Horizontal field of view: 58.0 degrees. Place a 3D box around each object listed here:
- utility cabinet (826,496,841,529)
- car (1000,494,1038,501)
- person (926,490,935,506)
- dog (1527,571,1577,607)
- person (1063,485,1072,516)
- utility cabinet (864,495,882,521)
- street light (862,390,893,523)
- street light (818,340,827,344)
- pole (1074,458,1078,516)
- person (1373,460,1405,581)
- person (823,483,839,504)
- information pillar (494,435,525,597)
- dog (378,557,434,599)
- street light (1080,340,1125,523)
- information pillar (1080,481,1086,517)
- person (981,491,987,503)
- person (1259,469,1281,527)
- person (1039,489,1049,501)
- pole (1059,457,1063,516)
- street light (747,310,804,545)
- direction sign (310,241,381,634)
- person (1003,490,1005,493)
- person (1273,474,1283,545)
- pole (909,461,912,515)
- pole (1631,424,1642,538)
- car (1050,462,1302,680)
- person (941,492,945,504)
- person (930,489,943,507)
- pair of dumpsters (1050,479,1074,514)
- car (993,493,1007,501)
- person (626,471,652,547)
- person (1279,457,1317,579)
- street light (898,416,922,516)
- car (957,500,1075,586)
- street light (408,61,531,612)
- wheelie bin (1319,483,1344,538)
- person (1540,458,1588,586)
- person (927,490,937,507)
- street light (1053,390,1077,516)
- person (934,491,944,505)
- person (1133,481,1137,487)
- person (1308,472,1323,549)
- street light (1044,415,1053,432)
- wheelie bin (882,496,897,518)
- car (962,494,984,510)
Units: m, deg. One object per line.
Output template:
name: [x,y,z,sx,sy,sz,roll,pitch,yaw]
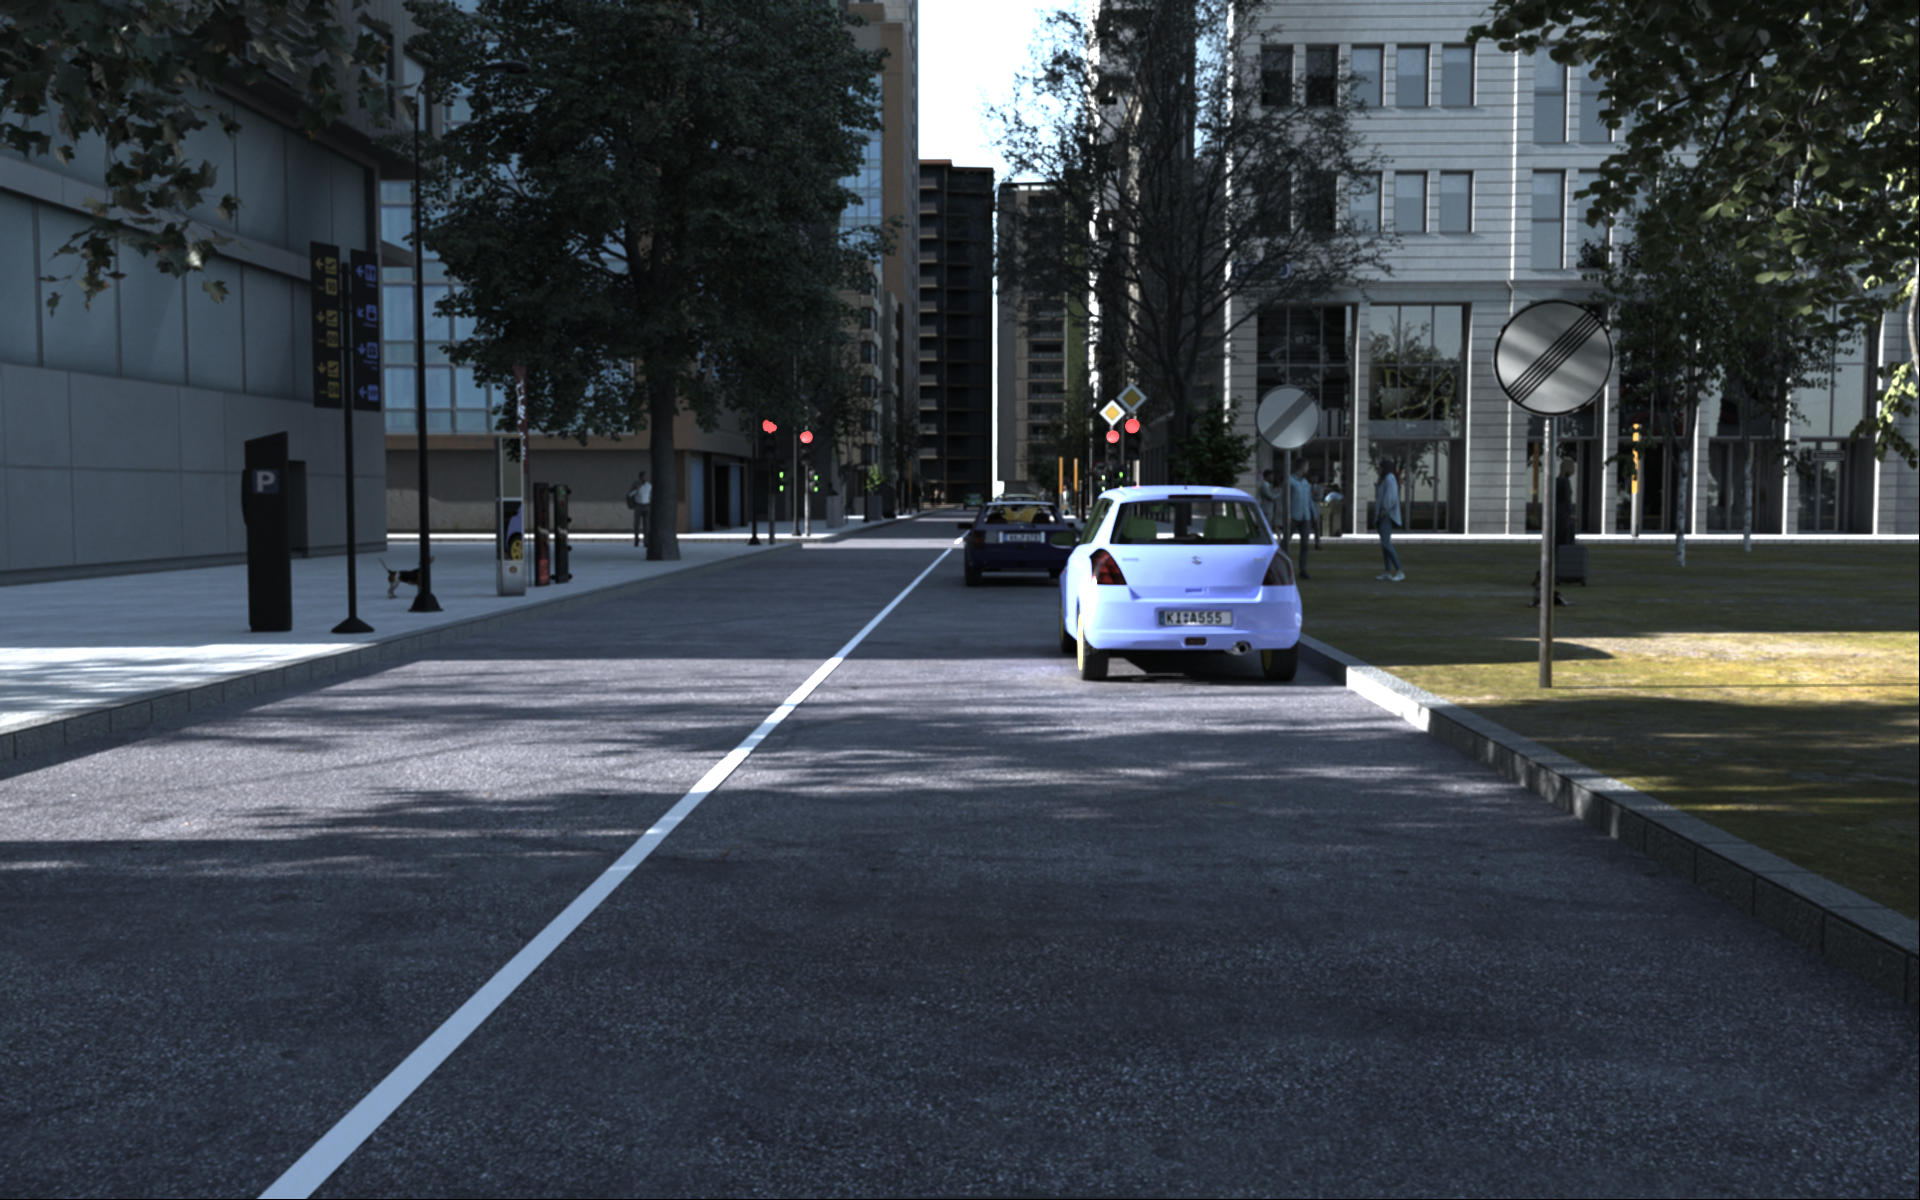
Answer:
utility cabinet: [-4.736,-3.289,64.935,0.306,1.237,1.020,1,4,13]
car: [2.052,-3.069,60.400,2.015,1.641,3.980,0,4,0]
person: [-3.106,-11.095,188.151,1.217,1.736,0.721,1,4,9]
dog: [6.806,-0.129,19.851,0.748,0.427,0.550,0,4,-2]
person: [6.096,-5.700,99.216,0.713,1.824,0.794,0,4,0]
utility cabinet: [-4.204,-4.449,83.900,1.020,1.237,0.306,3,5,45]
street light: [-3.689,-6.434,77.734,1.470,5.913,1.316,0,4,2]
street light: [-4.419,-4.885,52.404,1.470,5.913,1.316,0,4,2]
pole: [6.643,-6.446,99.236,0.158,3.312,0.155,0,3,0]
person: [6.398,-1.194,25.827,0.793,1.790,0.793,-2,4,-26]
person: [-5.693,-4.296,76.630,0.721,1.781,0.623,0,4,3]
information pillar: [-5.656,-1.056,21.765,0.304,2.012,0.304,-2,4,-26]
dog: [-6.830,-0.279,21.397,0.406,0.507,0.540,2,4,30]
street light: [4.426,-4.890,52.492,1.470,5.913,1.316,0,4,2]
information pillar: [6.833,-5.604,96.115,0.304,2.012,0.304,-1,4,-13]
person: [2.437,-10.601,181.962,0.705,1.807,1.348,-3,5,-42]
person: [6.505,-1.843,36.358,0.466,1.800,0.511,0,4,6]
person: [8.739,-10.576,179.046,1.350,1.814,0.705,-1,4,-22]
pole: [5.594,-6.235,95.784,0.158,3.312,0.155,0,3,0]
street light: [-4.633,-4.335,43.418,1.470,5.913,1.316,0,4,2]
direction sign: [-5.646,-1.468,16.001,0.379,3.537,0.876,1,4,20]
person: [4.271,-9.761,168.236,1.348,1.807,0.705,-1,4,-21]
person: [7.325,-1.986,39.259,0.466,1.731,0.760,0,4,4]
pole: [-3.083,-6.942,107.338,0.158,3.312,0.155,0,3,0]
pole: [19.838,-3.484,50.799,0.158,3.312,0.155,0,3,0]
car: [1.746,-0.307,14.609,1.945,1.707,3.694,0,4,0]
person: [-2.071,-12.209,208.910,0.721,1.735,1.217,2,4,28]
person: [-2.328,-10.273,174.016,1.348,1.823,0.705,1,4,9]
pair of dumpsters: [6.716,-6.802,113.700,1.574,2.255,4.437,0,4,2]
car: [4.026,-9.341,162.311,1.945,1.707,3.694,0,4,2]
person: [-7.745,-2.191,41.967,0.679,1.850,0.850,-1,4,-20]
person: [5.120,-1.252,26.382,0.638,1.841,0.748,-1,4,-19]
street light: [-2.985,-7.984,103.085,1.470,5.913,1.316,0,4,2]
car: [0.933,-0.960,28.272,1.945,1.354,3.894,0,4,0]
street light: [-5.306,-2.826,18.752,1.470,5.913,1.316,0,4,2]
wheelie bin: [10.887,-2.642,51.111,0.980,1.594,0.693,3,5,43]
person: [8.618,-1.129,24.728,0.699,1.804,1.509,1,4,22]
person: [-2.676,-9.828,167.452,1.217,1.735,0.721,3,5,43]
street light: [5.002,-6.403,77.226,1.470,5.913,1.316,0,4,2]
person: [-2.453,-12.074,205.915,1.348,1.822,0.705,-1,4,-20]
person: [6.795,-3.707,67.077,0.534,1.772,0.576,3,4,38]
person: [8.144,-2.068,40.032,0.511,1.800,0.466,0,4,-4]
street light: [5.760,-7.911,101.890,1.470,5.913,1.316,0,4,2]
wheelie bin: [-3.837,-5.175,92.513,0.980,1.594,0.693,0,4,2]
car: [1.198,-9.044,156.669,1.959,1.807,4.718,0,4,1]
